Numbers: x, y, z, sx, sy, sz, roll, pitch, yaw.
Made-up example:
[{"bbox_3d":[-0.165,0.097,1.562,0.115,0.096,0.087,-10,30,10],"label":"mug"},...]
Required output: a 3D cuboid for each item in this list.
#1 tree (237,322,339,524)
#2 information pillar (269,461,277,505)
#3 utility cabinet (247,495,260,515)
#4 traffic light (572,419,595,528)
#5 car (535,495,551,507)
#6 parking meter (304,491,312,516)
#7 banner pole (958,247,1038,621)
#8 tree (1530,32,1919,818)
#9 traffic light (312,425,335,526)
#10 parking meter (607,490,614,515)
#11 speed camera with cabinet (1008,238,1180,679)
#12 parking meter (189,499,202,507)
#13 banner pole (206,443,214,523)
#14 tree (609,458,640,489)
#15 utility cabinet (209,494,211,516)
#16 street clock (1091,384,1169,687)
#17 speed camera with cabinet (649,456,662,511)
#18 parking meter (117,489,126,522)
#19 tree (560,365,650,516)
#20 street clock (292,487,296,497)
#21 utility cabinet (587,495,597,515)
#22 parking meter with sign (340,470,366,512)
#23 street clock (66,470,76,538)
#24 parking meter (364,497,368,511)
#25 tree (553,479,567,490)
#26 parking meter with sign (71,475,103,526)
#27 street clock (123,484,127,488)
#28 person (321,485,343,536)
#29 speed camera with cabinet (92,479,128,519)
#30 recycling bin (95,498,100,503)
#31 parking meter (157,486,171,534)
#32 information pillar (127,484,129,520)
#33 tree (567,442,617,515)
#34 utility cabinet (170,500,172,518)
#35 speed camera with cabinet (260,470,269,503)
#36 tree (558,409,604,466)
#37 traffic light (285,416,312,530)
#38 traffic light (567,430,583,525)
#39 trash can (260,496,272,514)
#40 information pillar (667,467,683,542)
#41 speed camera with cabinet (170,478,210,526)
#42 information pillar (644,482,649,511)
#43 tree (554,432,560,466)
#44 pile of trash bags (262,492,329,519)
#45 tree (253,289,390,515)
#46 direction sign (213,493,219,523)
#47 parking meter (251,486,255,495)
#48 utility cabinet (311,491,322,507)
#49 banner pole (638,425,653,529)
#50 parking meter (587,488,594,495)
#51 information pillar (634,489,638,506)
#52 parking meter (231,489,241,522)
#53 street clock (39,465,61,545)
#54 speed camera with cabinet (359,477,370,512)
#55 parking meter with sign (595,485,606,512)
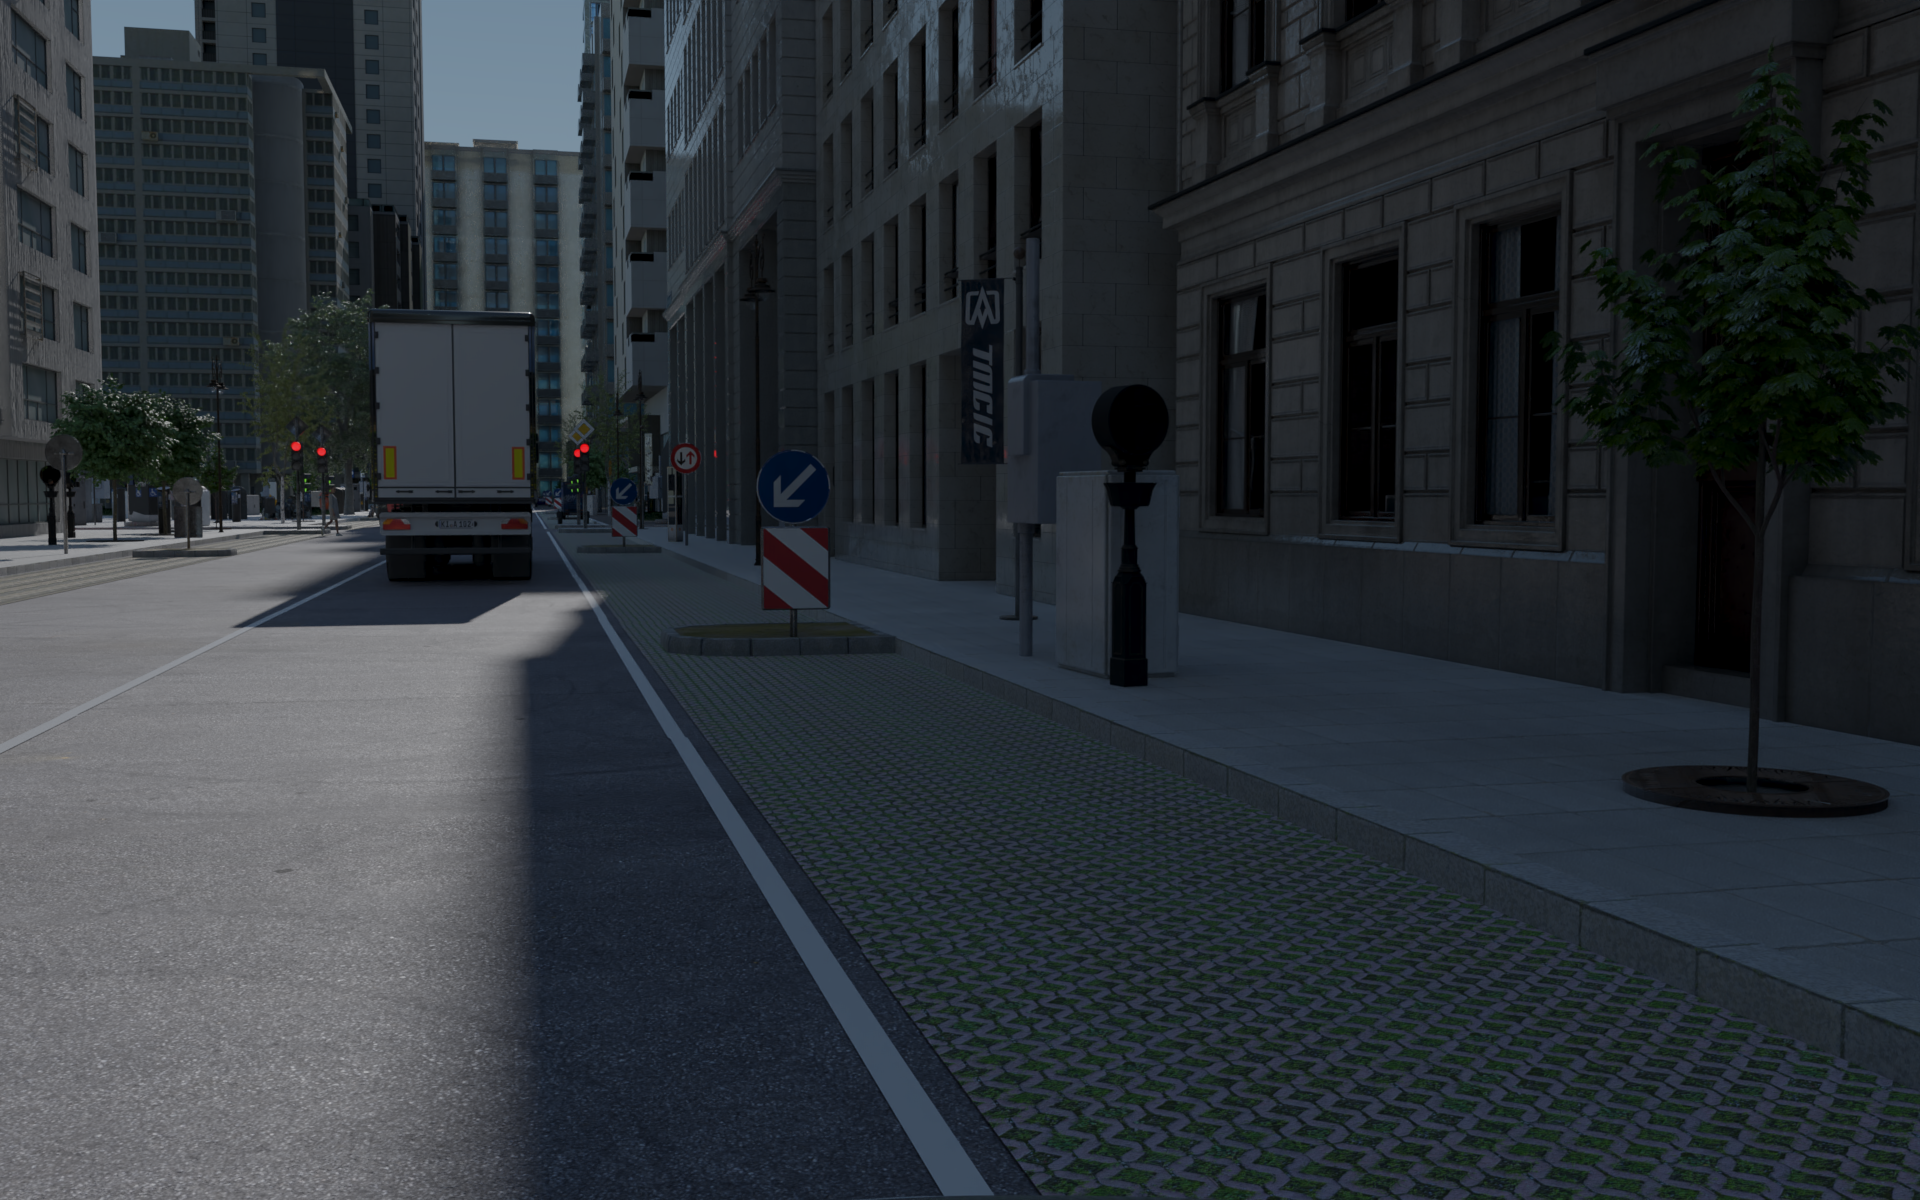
[{"bbox_3d":[-29.231,-7.615,74.862,4.737,8.622,4.395,0,3,0],"label":"tree"},{"bbox_3d":[-46.739,-7.736,117.832,0.504,3.616,0.183,0,4,5],"label":"information pillar"},{"bbox_3d":[-43.016,-5.740,105.014,0.306,1.237,1.020,3,4,38],"label":"utility cabinet"},{"bbox_3d":[-13.998,-4.622,64.496,0.839,4.253,0.868,-1,4,-14],"label":"traffic light"},{"bbox_3d":[-45.721,-10.841,189.826,1.945,1.354,3.894,-1,4,-14],"label":"car"},{"bbox_3d":[-37.650,-5.602,100.000,0.372,1.533,0.369,0,3,0],"label":"parking meter"},{"bbox_3d":[0.384,-1.695,17.723,0.863,3.779,0.401,1,4,19],"label":"banner pole"},{"bbox_3d":[3.492,-0.778,7.323,1.663,3.219,1.824,0,3,0],"label":"tree"},{"bbox_3d":[-25.653,-4.946,69.789,0.839,4.253,0.868,-1,4,-14],"label":"traffic light"},{"bbox_3d":[-21.013,-5.853,104.101,0.372,1.533,0.369,0,3,0],"label":"parking meter"},{"bbox_3d":[0.959,-1.136,12.907,0.660,3.252,2.038,-1,4,-18],"label":"speed camera with cabinet"},{"bbox_3d":[-22.946,-2.662,51.940,0.372,1.533,0.369,0,3,0],"label":"parking meter"},{"bbox_3d":[-33.831,-5.397,78.250,0.401,3.779,0.863,1,4,12],"label":"banner pole"},{"bbox_3d":[-18.082,-5.983,92.428,1.663,3.219,1.824,0,3,0],"label":"tree"},{"bbox_3d":[-44.073,-5.612,100.441,1.173,1.500,0.318,0,4,4],"label":"utility cabinet"},{"bbox_3d":[1.131,-0.427,11.552,0.471,2.002,0.358,-2,4,-26],"label":"street clock"},{"bbox_3d":[-15.282,-5.834,89.716,0.660,3.252,2.038,2,4,25],"label":"speed camera with cabinet"},{"bbox_3d":[-38.738,-4.376,79.961,0.372,1.533,0.369,0,3,0],"label":"parking meter"},{"bbox_3d":[-20.079,-9.159,100.111,4.737,8.622,4.395,0,3,0],"label":"tree"},{"bbox_3d":[-52.689,-8.121,137.342,0.471,2.002,0.358,-1,4,-12],"label":"street clock"},{"bbox_3d":[-22.263,-5.725,104.765,0.306,1.237,1.020,-2,4,-31],"label":"utility cabinet"},{"bbox_3d":[-43.274,-7.792,123.665,0.543,3.016,1.738,2,4,32],"label":"parking meter with sign"},{"bbox_3d":[-25.961,-2.811,50.530,0.358,2.002,0.471,0,4,-7],"label":"street clock"},{"bbox_3d":[-43.901,-7.309,127.906,0.372,1.533,0.369,0,3,0],"label":"parking meter"},{"bbox_3d":[-48.882,-13.258,211.361,1.663,3.219,1.824,0,3,0],"label":"tree"},{"bbox_3d":[-39.127,-4.954,77.259,0.543,3.016,1.738,1,4,20],"label":"parking meter with sign"},{"bbox_3d":[-58.868,-7.204,122.354,0.358,2.002,0.471,1,4,20],"label":"street clock"},{"bbox_3d":[-21.376,-3.040,58.955,0.466,1.731,0.760,2,4,35],"label":"person"},{"bbox_3d":[-44.090,-5.866,90.239,2.038,3.252,0.660,0,4,2],"label":"speed camera with cabinet"},{"bbox_3d":[-64.879,-7.157,129.578,0.722,1.027,0.722,1,4,12],"label":"recycling bin"},{"bbox_3d":[-25.662,-2.902,55.855,0.372,1.533,0.369,0,3,0],"label":"parking meter"},{"bbox_3d":[-39.958,-4.836,83.557,0.304,2.012,0.304,-1,4,-13],"label":"information pillar"},{"bbox_3d":[-22.708,-7.582,107.687,4.285,4.588,4.351,0,3,0],"label":"tree"},{"bbox_3d":[-42.321,-5.126,92.496,0.318,1.500,1.173,-2,4,-28],"label":"utility cabinet"},{"bbox_3d":[-52.841,-8.403,131.730,0.660,3.252,2.038,-2,4,-27],"label":"speed camera with cabinet"},{"bbox_3d":[-32.759,-12.207,149.948,4.360,8.622,3.978,0,3,0],"label":"tree"},{"bbox_3d":[-23.703,-4.472,62.045,0.839,4.253,0.868,-1,4,-14],"label":"traffic light"},{"bbox_3d":[-15.947,-5.096,72.240,0.839,4.253,0.868,-1,4,-14],"label":"traffic light"},{"bbox_3d":[-42.934,-5.845,107.225,0.748,1.137,0.748,0,3,0],"label":"trash can"},{"bbox_3d":[-7.655,-2.573,46.559,0.304,2.012,0.304,2,4,29],"label":"information pillar"},{"bbox_3d":[-30.551,-4.544,68.627,0.660,3.252,2.038,0,4,6],"label":"speed camera with cabinet"},{"bbox_3d":[-19.046,-6.179,105.511,0.304,2.012,0.304,1,4,14],"label":"information pillar"},{"bbox_3d":[-34.347,-12.565,155.801,4.737,8.622,4.395,0,3,0],"label":"tree"},{"bbox_3d":[-34.497,-4.930,90.349,1.912,1.369,3.447,3,5,43],"label":"pile of trash bags"},{"bbox_3d":[-37.864,-12.230,106.623,9.857,13.997,8.962,0,3,0],"label":"tree"},{"bbox_3d":[-32.801,-5.165,76.449,0.379,3.537,0.876,-1,4,-22],"label":"direction sign"},{"bbox_3d":[-53.885,-7.724,132.005,0.255,1.863,0.399,-1,4,-13],"label":"parking meter"},{"bbox_3d":[-47.713,-7.302,128.068,0.318,1.500,1.173,2,4,26],"label":"utility cabinet"},{"bbox_3d":[-11.395,-4.458,62.898,0.401,3.779,0.863,-3,5,-44],"label":"banner pole"},{"bbox_3d":[-24.210,-6.597,113.578,0.399,1.863,0.255,2,4,24],"label":"parking meter"},{"bbox_3d":[-27.266,-8.641,145.774,0.304,2.012,0.304,-2,4,-25],"label":"information pillar"},{"bbox_3d":[-33.062,-4.324,79.107,0.372,1.533,0.369,0,3,0],"label":"parking meter"},{"bbox_3d":[-22.849,-2.384,43.549,0.471,2.002,0.358,-2,4,-24],"label":"street clock"},{"bbox_3d":[-43.448,-8.028,125.594,0.660,3.252,2.038,0,4,2],"label":"speed camera with cabinet"},{"bbox_3d":[-25.422,-7.635,121.085,1.738,3.016,0.543,2,4,29],"label":"parking meter with sign"}]
